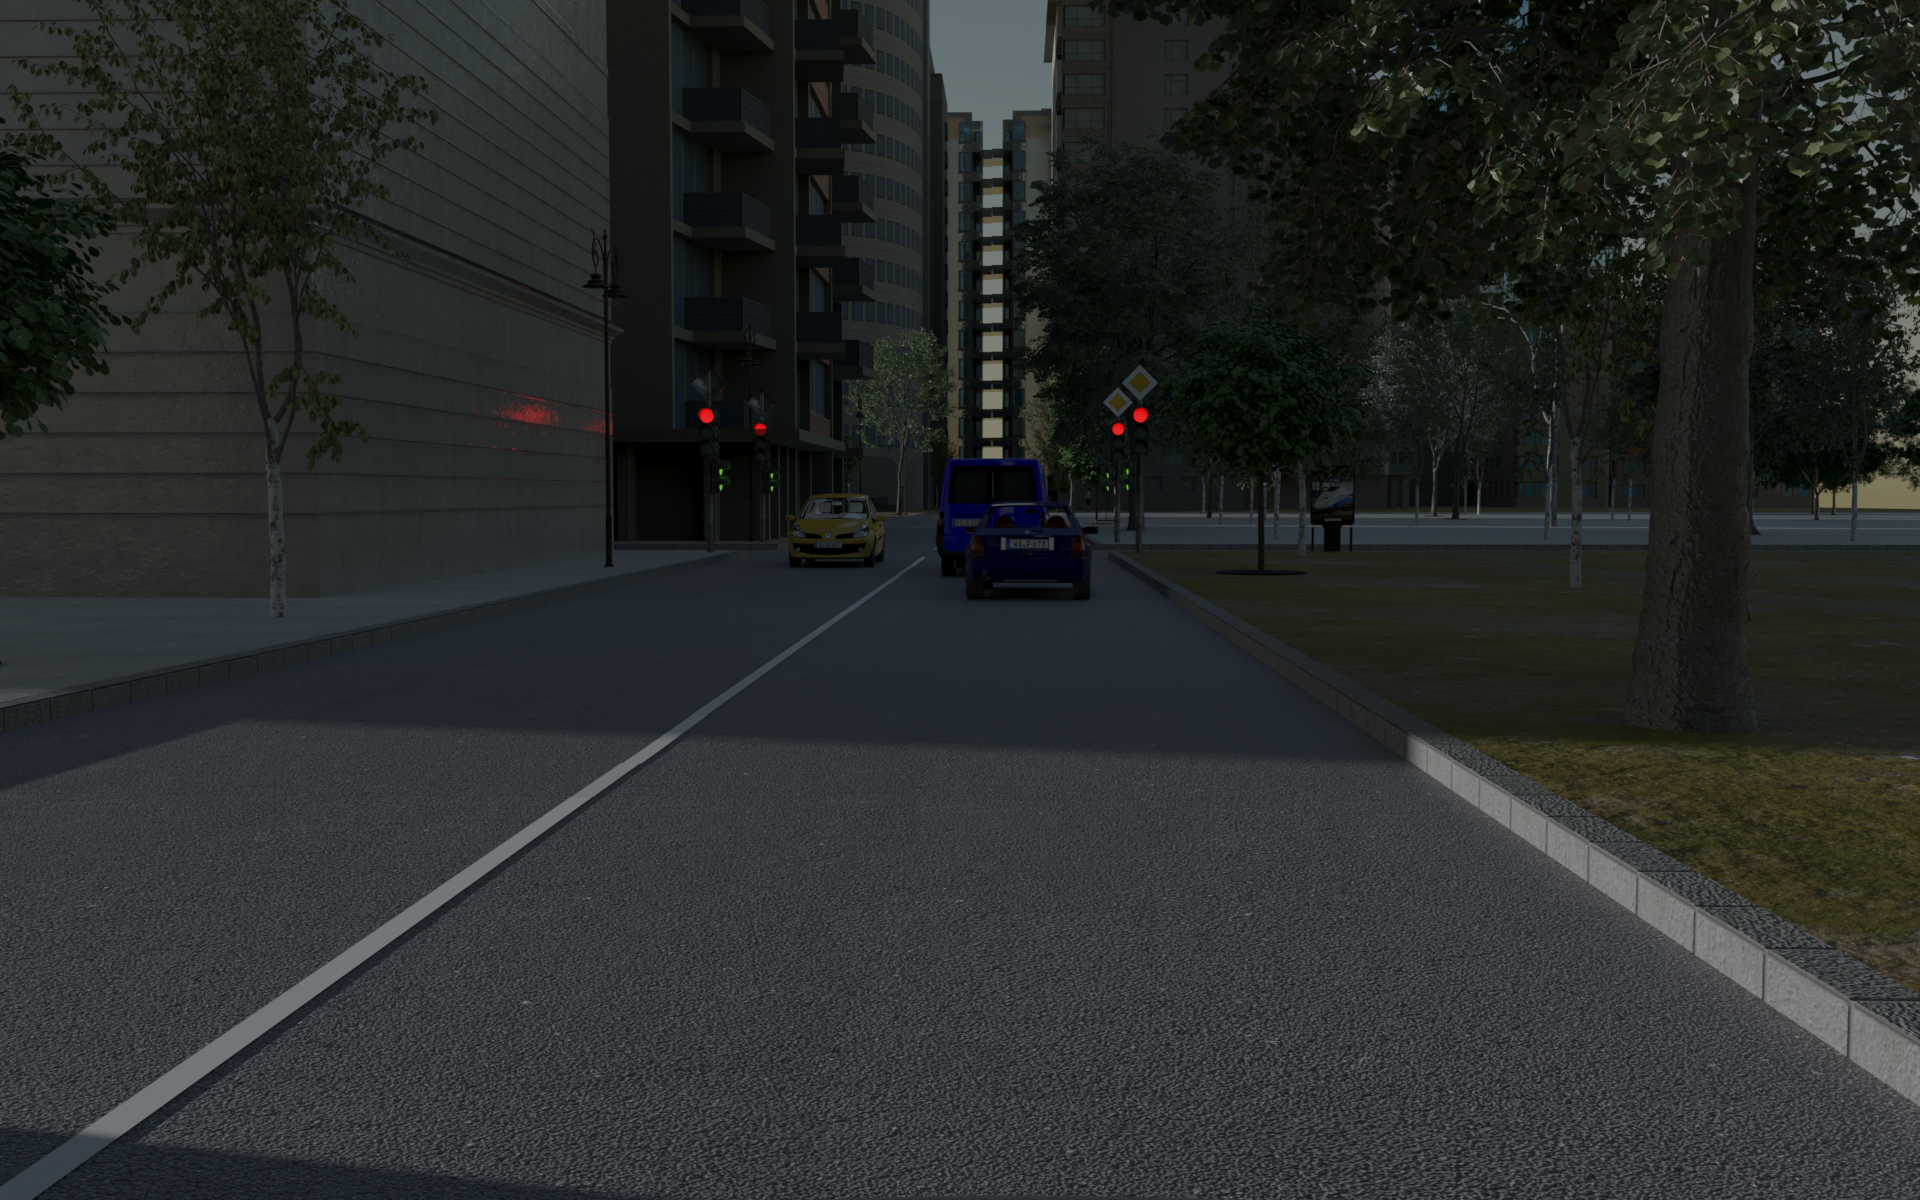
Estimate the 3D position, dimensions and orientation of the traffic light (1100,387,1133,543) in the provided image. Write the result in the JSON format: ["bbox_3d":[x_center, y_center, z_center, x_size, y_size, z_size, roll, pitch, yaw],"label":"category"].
[{"bbox_3d":[4.132,-3.471,45.666,0.839,4.253,0.868,0,4,2],"label":"traffic light"}]

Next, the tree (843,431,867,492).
[{"bbox_3d":[-5.840,-5.688,76.717,4.285,4.588,4.351,0,3,0],"label":"tree"}]

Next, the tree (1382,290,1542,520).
[{"bbox_3d":[25.242,-9.876,87.236,9.928,11.665,9.643,0,3,0],"label":"tree"}]

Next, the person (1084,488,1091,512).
[{"bbox_3d":[9.234,-7.261,125.550,0.721,1.735,1.217,1,4,22],"label":"person"}]

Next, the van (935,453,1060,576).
[{"bbox_3d":[0.710,-1.684,31.915,2.240,2.365,5.245,0,4,4],"label":"van"}]

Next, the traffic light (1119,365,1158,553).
[{"bbox_3d":[3.883,-2.983,37.685,0.839,4.253,0.868,0,4,2],"label":"traffic light"}]

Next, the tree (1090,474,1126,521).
[{"bbox_3d":[6.826,-5.360,82.241,1.663,3.219,1.824,0,3,0],"label":"tree"}]

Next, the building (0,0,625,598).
[{"bbox_3d":[-29.083,-15.449,29.002,44.131,29.872,17.030,0,4,2],"label":"building"}]

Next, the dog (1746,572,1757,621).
[{"bbox_3d":[7.811,-0.051,17.657,0.540,0.507,0.406,1,4,20],"label":"dog"}]

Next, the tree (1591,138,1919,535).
[{"bbox_3d":[24.939,-8.403,54.405,9.611,12.733,9.660,0,3,0],"label":"tree"}]

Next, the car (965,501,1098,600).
[{"bbox_3d":[1.019,-0.753,24.900,1.945,1.354,3.894,0,4,4],"label":"car"}]

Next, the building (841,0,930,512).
[{"bbox_3d":[-13.486,-36.240,134.524,21.231,58.520,28.212,0,4,2],"label":"building"}]

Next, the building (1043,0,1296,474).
[{"bbox_3d":[23.290,-36.247,181.876,28.713,52.752,27.495,0,4,2],"label":"building"}]

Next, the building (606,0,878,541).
[{"bbox_3d":[-14.473,-24.739,59.106,22.147,44.769,28.867,0,4,2],"label":"building"}]

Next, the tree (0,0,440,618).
[{"bbox_3d":[-7.188,-4.111,17.576,4.737,8.622,4.395,0,3,0],"label":"tree"}]

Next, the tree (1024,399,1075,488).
[{"bbox_3d":[6.954,-10.865,128.012,4.737,8.622,4.395,0,3,0],"label":"tree"}]

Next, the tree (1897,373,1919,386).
[{"bbox_3d":[48.264,-7.202,80.666,20.602,7.101,11.467,2,4,23],"label":"tree"}]

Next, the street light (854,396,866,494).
[{"bbox_3d":[-4.598,-6.547,79.829,0.468,5.910,1.993,0,4,2],"label":"street light"}]

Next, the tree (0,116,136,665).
[{"bbox_3d":[-7.879,-1.765,12.566,4.285,4.588,4.351,0,3,0],"label":"tree"}]

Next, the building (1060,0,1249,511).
[{"bbox_3d":[14.977,-27.742,137.177,14.154,41.232,14.086,0,4,2],"label":"building"}]

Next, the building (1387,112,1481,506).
[{"bbox_3d":[47.607,-30.849,187.975,14.086,41.232,14.154,0,4,2],"label":"building"}]

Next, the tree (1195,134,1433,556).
[{"bbox_3d":[7.119,-5.209,35.530,4.360,8.622,3.978,0,3,0],"label":"tree"}]

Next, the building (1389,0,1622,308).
[{"bbox_3d":[65.351,-54.977,211.547,31.000,86.520,22.319,0,4,2],"label":"building"}]

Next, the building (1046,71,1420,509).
[{"bbox_3d":[24.066,-28.410,156.385,32.217,40.220,23.993,0,4,2],"label":"building"}]

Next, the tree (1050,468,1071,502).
[{"bbox_3d":[7.340,-7.857,123.058,1.663,3.219,1.824,0,3,0],"label":"tree"}]

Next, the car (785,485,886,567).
[{"bbox_3d":[-2.480,-1.532,35.276,2.015,1.641,3.980,0,4,2],"label":"car"}]

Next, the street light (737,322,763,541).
[{"bbox_3d":[-5.651,-4.524,46.752,0.468,5.910,1.993,0,4,2],"label":"street light"}]

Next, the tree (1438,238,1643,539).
[{"bbox_3d":[16.492,-6.041,49.135,4.360,8.622,3.978,0,3,0],"label":"tree"}]

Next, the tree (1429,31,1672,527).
[{"bbox_3d":[24.518,-12.986,68.213,12.611,20.169,13.585,0,3,0],"label":"tree"}]

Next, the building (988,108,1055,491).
[{"bbox_3d":[19.234,-36.391,214.594,30.456,49.044,23.786,0,4,2],"label":"building"}]

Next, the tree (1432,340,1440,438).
[{"bbox_3d":[20.850,-7.909,79.682,4.360,8.622,3.978,0,3,0],"label":"tree"}]

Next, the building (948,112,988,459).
[{"bbox_3d":[-11.186,-36.489,216.197,30.456,49.044,23.786,0,4,2],"label":"building"}]

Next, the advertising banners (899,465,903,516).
[{"bbox_3d":[-3.445,-6.416,101.096,0.090,3.025,2.074,0,4,3],"label":"advertising banners"}]

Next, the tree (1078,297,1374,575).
[{"bbox_3d":[4.827,-2.705,27.948,4.285,4.588,4.351,0,3,0],"label":"tree"}]

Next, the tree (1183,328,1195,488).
[{"bbox_3d":[10.929,-7.455,72.260,4.360,8.622,3.978,0,3,0],"label":"tree"}]

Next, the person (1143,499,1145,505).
[{"bbox_3d":[7.865,-4.325,76.774,0.620,1.820,0.660,3,5,44],"label":"person"}]

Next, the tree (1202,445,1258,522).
[{"bbox_3d":[13.504,-7.845,78.625,4.737,8.622,4.395,0,3,0],"label":"tree"}]

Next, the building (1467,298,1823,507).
[{"bbox_3d":[68.869,-20.542,180.895,28.899,21.520,27.650,0,4,2],"label":"building"}]

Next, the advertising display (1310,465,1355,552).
[{"bbox_3d":[8.286,-2.038,38.533,0.974,1.923,0.123,0,4,2],"label":"advertising display"}]

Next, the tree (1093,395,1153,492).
[{"bbox_3d":[9.543,-9.435,104.631,4.360,8.622,3.978,0,3,0],"label":"tree"}]

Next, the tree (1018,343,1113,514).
[{"bbox_3d":[7.463,-11.522,114.143,9.928,11.665,9.643,0,3,0],"label":"tree"}]

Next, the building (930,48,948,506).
[{"bbox_3d":[-12.222,-34.401,186.149,21.600,48.544,21.300,0,4,2],"label":"building"}]

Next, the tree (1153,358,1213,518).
[{"bbox_3d":[13.720,-9.678,92.653,7.601,10.594,8.767,1,4,11],"label":"tree"}]

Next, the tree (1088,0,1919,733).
[{"bbox_3d":[4.034,-6.279,9.314,9.857,13.997,8.962,0,3,0],"label":"tree"}]

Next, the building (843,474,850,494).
[{"bbox_3d":[-16.522,-39.927,91.058,20.563,71.187,20.611,0,4,2],"label":"building"}]

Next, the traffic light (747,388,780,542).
[{"bbox_3d":[-5.225,-3.488,45.942,0.839,4.253,0.868,0,4,2],"label":"traffic light"}]

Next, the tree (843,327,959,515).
[{"bbox_3d":[-3.614,-11.099,107.227,9.928,11.665,9.643,0,3,0],"label":"tree"}]

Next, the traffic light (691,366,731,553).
[{"bbox_3d":[-5.475,-2.999,37.961,0.839,4.253,0.868,0,4,2],"label":"traffic light"}]

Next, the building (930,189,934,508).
[{"bbox_3d":[-9.734,-23.535,156.492,14.160,30.474,14.107,0,4,2],"label":"building"}]

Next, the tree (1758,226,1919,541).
[{"bbox_3d":[24.141,-5.912,47.029,4.360,8.622,3.978,0,3,0],"label":"tree"}]

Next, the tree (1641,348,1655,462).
[{"bbox_3d":[32.359,-8.106,82.899,4.360,8.622,3.978,0,3,0],"label":"tree"}]

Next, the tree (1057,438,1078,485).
[{"bbox_3d":[5.909,-5.503,73.692,4.285,4.588,4.351,0,3,0],"label":"tree"}]

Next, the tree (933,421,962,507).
[{"bbox_3d":[-2.113,-13.539,171.726,4.737,8.622,4.395,0,3,0],"label":"tree"}]

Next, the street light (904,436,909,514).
[{"bbox_3d":[-3.560,-8.596,113.327,0.468,5.910,1.993,0,4,2],"label":"street light"}]

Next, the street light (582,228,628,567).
[{"bbox_3d":[-6.187,-3.521,30.360,0.468,5.910,1.993,0,4,2],"label":"street light"}]

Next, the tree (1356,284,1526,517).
[{"bbox_3d":[27.192,-11.511,98.571,12.009,13.543,11.850,0,3,0],"label":"tree"}]

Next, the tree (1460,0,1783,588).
[{"bbox_3d":[8.458,-4.459,23.264,4.737,8.622,4.395,0,3,0],"label":"tree"}]
